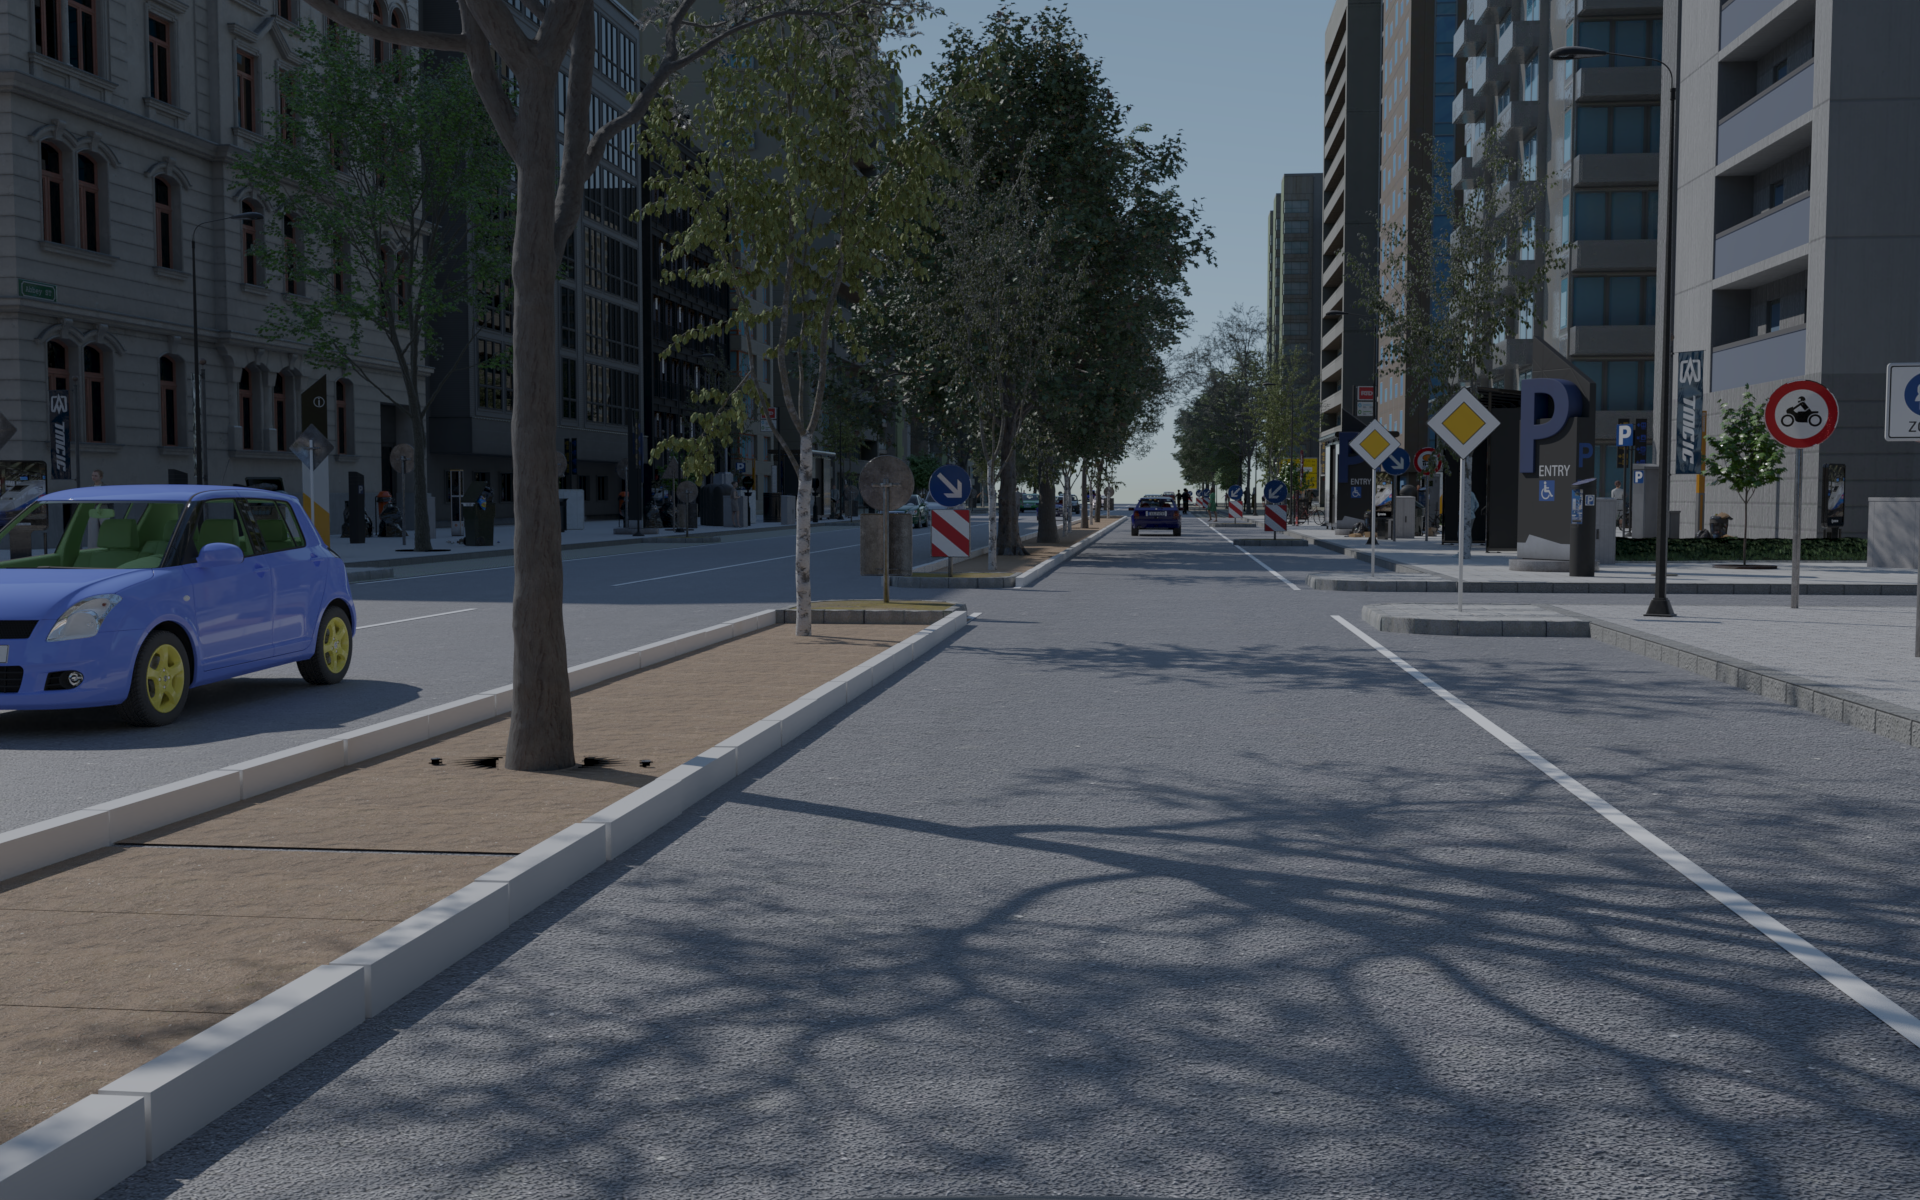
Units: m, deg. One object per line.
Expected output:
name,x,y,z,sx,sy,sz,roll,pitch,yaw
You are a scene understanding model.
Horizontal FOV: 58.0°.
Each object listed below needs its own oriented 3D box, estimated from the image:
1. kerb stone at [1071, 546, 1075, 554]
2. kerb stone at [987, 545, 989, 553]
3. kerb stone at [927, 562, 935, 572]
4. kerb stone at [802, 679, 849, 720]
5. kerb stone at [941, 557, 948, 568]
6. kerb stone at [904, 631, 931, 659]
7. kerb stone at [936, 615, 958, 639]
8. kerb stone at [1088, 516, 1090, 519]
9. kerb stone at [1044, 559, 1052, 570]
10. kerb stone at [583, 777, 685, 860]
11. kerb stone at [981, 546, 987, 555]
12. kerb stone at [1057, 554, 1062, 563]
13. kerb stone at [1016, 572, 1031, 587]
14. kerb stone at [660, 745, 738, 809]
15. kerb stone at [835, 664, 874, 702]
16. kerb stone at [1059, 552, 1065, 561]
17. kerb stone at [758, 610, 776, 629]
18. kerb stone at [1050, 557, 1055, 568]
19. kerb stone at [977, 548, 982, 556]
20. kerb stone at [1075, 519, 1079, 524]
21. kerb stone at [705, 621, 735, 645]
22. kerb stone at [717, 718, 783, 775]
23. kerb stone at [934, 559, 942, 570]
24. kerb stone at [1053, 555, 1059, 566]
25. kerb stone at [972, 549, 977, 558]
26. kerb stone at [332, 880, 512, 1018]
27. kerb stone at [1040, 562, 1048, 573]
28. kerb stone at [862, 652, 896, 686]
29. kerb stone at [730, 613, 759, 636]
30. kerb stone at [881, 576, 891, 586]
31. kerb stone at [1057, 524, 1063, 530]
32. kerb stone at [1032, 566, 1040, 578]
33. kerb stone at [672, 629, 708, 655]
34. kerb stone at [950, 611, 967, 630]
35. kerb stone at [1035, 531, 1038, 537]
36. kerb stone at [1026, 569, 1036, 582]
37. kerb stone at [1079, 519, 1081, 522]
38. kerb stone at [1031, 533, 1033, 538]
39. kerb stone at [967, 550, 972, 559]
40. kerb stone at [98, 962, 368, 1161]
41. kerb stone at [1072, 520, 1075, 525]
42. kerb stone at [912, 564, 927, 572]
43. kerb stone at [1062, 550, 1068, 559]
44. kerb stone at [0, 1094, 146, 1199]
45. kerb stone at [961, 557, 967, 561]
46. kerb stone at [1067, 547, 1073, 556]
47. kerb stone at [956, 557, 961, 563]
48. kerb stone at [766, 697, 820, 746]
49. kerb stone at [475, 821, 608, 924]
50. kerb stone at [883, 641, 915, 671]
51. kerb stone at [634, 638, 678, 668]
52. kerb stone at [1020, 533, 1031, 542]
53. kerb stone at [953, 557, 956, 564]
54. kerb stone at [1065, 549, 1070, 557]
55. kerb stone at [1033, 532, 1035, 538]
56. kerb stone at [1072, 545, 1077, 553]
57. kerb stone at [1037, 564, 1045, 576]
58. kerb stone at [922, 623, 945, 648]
kerb stone,2.536,-1.112,40.371,0.120,0.150,1.000,0,4,7
kerb stone,0.575,-1.192,41.683,0.120,0.150,1.000,0,4,7
kerb stone,-0.626,-0.569,31.495,0.120,0.150,1.000,0,4,7
kerb stone,-0.897,0.664,11.345,0.120,0.150,1.000,0,4,7
kerb stone,-0.386,-0.694,33.539,0.120,0.150,1.000,0,4,7
kerb stone,-0.403,0.415,15.414,0.120,0.150,1.000,0,4,7
kerb stone,-0.168,0.292,17.474,0.120,0.150,1.000,0,4,7
kerb stone,7.549,-4.802,100.713,0.120,0.150,1.000,0,4,7
kerb stone,1.569,-0.614,32.233,0.120,0.150,1.000,0,4,7
kerb stone,-1.365,0.913,7.276,0.120,0.150,1.000,0,4,7
kerb stone,0.459,-1.129,40.656,0.120,0.150,1.000,0,4,7
kerb stone,1.933,-0.799,35.284,0.120,0.150,1.000,0,4,7
kerb stone,0.975,-0.300,27.133,0.120,0.150,1.000,0,4,7
kerb stone,-1.256,0.854,8.296,0.120,0.150,1.000,0,4,7
kerb stone,-0.773,0.602,12.361,0.120,0.150,1.000,0,4,7
kerb stone,2.058,-0.860,36.306,0.120,0.150,1.000,0,4,7
kerb stone,-2.130,0.212,18.735,0.120,0.150,1.000,0,4,7
kerb stone,1.693,-0.676,33.252,0.120,0.150,1.000,0,4,7
kerb stone,0.334,-1.064,39.638,0.120,0.150,1.000,0,4,7
kerb stone,5.612,-3.805,84.411,0.120,0.150,1.000,0,4,7
kerb stone,-2.378,0.343,16.706,0.120,0.150,1.000,0,4,7
kerb stone,-1.132,0.788,9.314,0.120,0.150,1.000,0,4,7
kerb stone,-0.501,-0.626,32.523,0.120,0.150,1.000,0,4,7
kerb stone,1.818,-0.738,34.266,0.120,0.150,1.000,0,4,7
kerb stone,0.219,-1.004,38.617,0.120,0.150,1.000,0,4,7
kerb stone,-1.609,1.039,5.235,0.120,0.150,1.000,0,4,7
kerb stone,1.454,-0.551,31.211,0.120,0.150,1.000,0,4,7
kerb stone,-0.650,0.539,13.376,0.120,0.150,1.000,0,4,7
kerb stone,-2.253,0.274,17.721,0.120,0.150,1.000,0,4,7
kerb stone,-1.107,-0.316,27.419,0.120,0.150,1.000,0,4,7
kerb stone,4.177,-3.058,72.186,0.120,0.150,1.000,0,4,7
kerb stone,1.210,-0.427,29.170,0.120,0.150,1.000,0,4,7
kerb stone,-2.493,0.398,15.687,0.120,0.150,1.000,0,4,7
kerb stone,-0.046,0.227,18.490,0.120,0.150,1.000,0,4,7
kerb stone,2.381,-2.124,56.929,0.120,0.150,1.000,0,4,7
kerb stone,1.091,-0.361,28.155,0.120,0.150,1.000,0,4,7
kerb stone,5.744,-3.863,85.425,0.120,0.150,1.000,0,4,7
kerb stone,2.133,-1.999,54.900,0.120,0.150,1.000,0,4,7
kerb stone,0.086,-0.942,37.602,0.120,0.150,1.000,0,4,7
kerb stone,-1.736,1.099,4.220,0.120,0.150,1.000,0,4,7
kerb stone,5.132,-3.557,80.344,0.120,0.150,1.000,0,4,7
kerb stone,-0.753,-0.506,30.474,0.120,0.150,1.000,0,4,7
kerb stone,2.179,-0.923,37.321,0.120,0.150,1.000,0,4,7
kerb stone,-1.856,1.162,3.204,0.120,0.150,1.000,0,4,7
kerb stone,-0.024,-0.880,36.586,0.120,0.150,1.000,0,4,7
kerb stone,2.416,-1.050,39.356,0.120,0.150,1.000,0,4,7
kerb stone,-0.150,-0.818,35.572,0.120,0.150,1.000,0,4,7
kerb stone,-1.010,0.726,10.329,0.120,0.150,1.000,0,4,7
kerb stone,-1.497,0.975,6.251,0.120,0.150,1.000,0,4,7
kerb stone,-0.530,0.477,14.391,0.120,0.150,1.000,0,4,7
kerb stone,-2.609,0.460,14.671,0.120,0.150,1.000,0,4,7
kerb stone,2.024,-1.933,53.880,0.120,0.150,1.000,0,4,7
kerb stone,-0.259,-0.756,34.556,0.120,0.150,1.000,0,4,7
kerb stone,2.299,-0.987,38.340,0.120,0.150,1.000,0,4,7
kerb stone,2.254,-2.062,55.915,0.120,0.150,1.000,0,4,7
kerb stone,2.661,-1.168,41.391,0.120,0.150,1.000,0,4,7
kerb stone,1.343,-0.489,30.195,0.120,0.150,1.000,0,4,7
kerb stone,-0.286,0.356,16.446,0.120,0.150,1.000,0,4,7
